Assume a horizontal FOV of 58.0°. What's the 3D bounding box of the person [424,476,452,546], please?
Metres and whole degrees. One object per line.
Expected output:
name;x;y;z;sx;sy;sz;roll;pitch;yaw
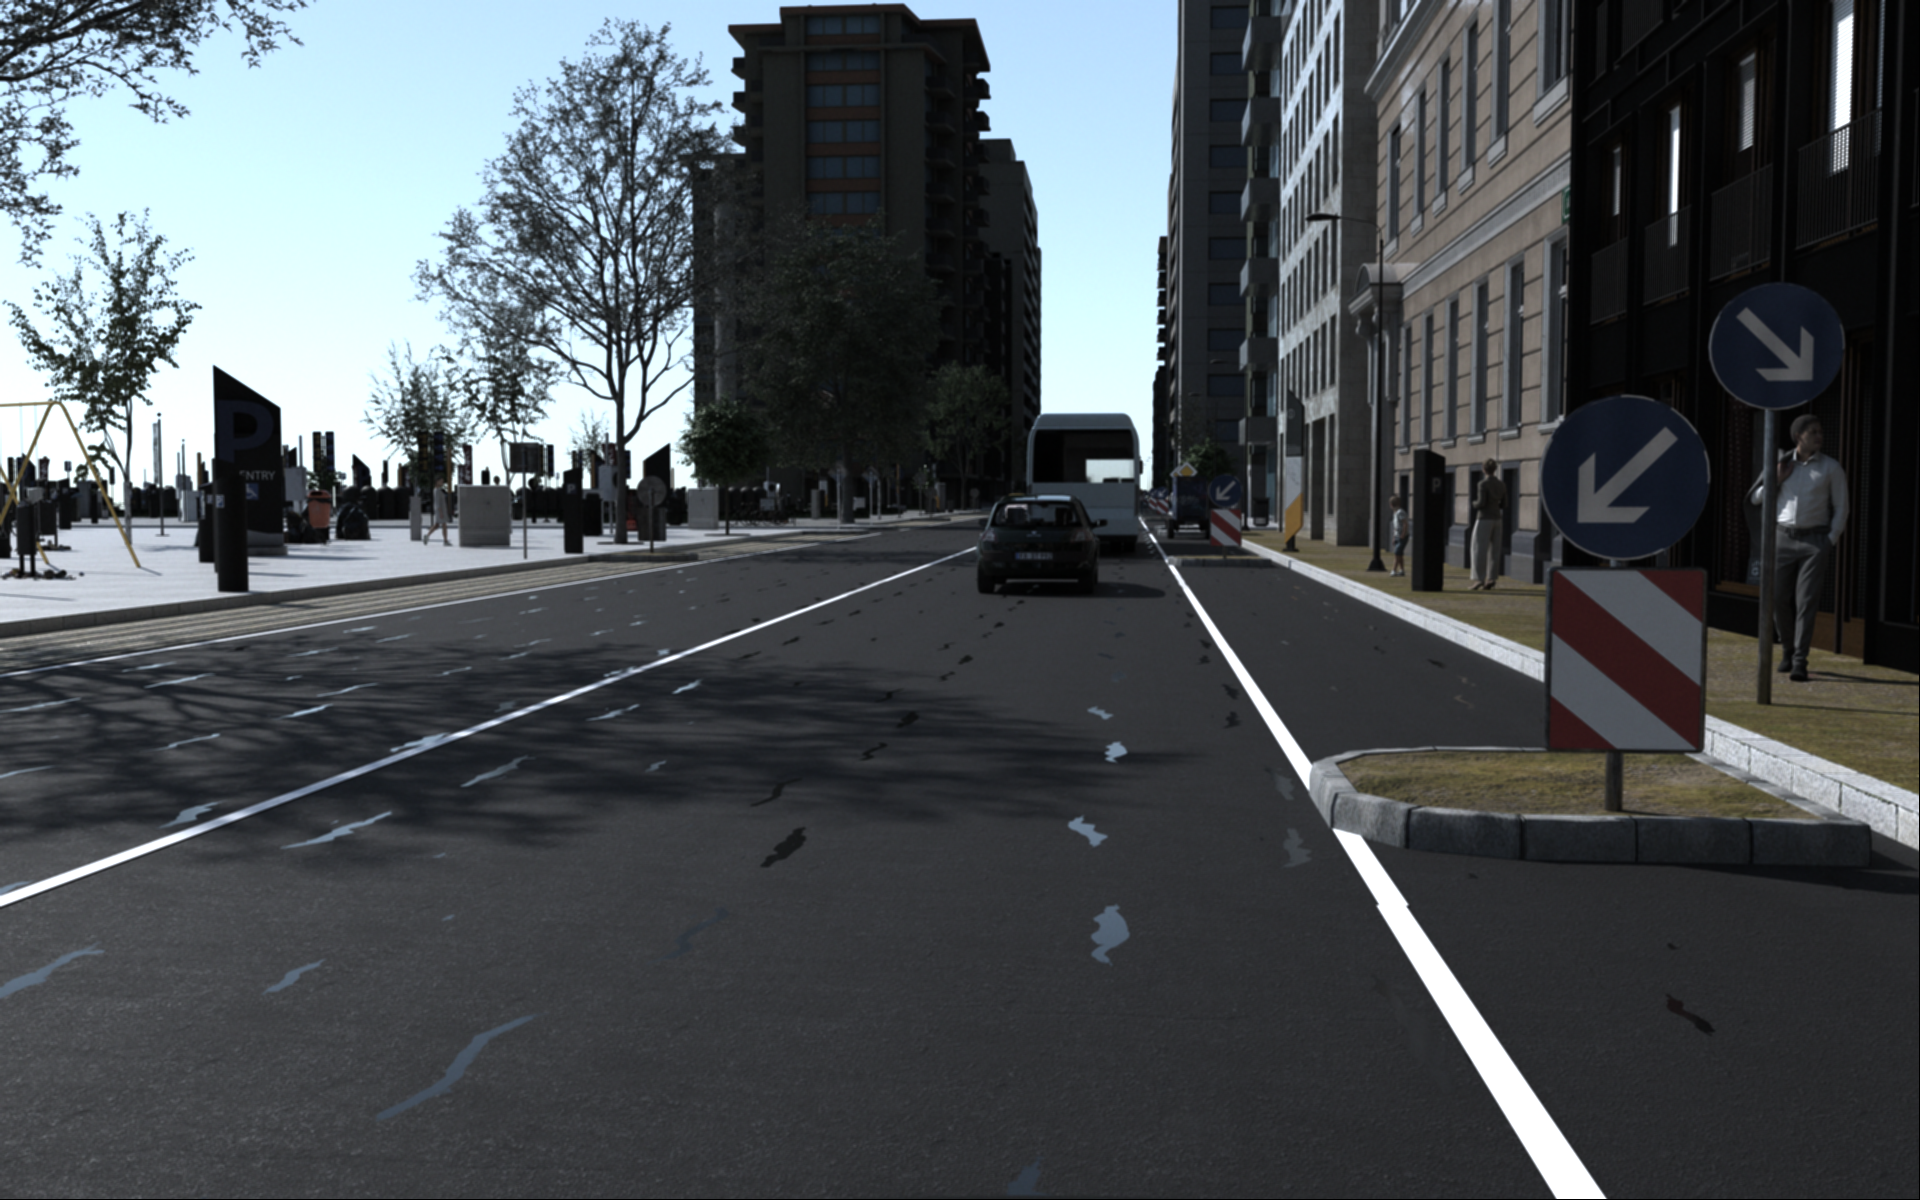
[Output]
person;-12.896;-2.204;42.822;0.466;1.731;0.760;2;4;35

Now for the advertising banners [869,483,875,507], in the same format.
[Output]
advertising banners;-6.326;-7.824;124.102;0.090;3.025;2.074;1;4;9

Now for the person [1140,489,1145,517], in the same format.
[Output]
person;11.317;-6.118;109.126;0.593;1.750;0.643;-1;4;-14

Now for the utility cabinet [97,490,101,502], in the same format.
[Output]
utility cabinet;-52.016;-5.820;103.838;1.173;1.500;0.318;-2;4;-24

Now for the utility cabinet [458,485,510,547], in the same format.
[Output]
utility cabinet;-11.463;-2.020;41.705;1.173;1.500;0.318;-1;4;-21

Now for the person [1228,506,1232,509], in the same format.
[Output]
person;11.261;-3.920;71.949;0.330;1.601;0.589;-1;4;-15

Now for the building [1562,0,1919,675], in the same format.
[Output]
building;12.939;-11.190;12.633;12.332;23.373;15.834;0;4;5

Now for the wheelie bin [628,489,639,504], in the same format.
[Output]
wheelie bin;-19.832;-5.918;104.660;0.980;1.594;0.693;2;4;30

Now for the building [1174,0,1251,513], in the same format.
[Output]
building;26.466;-35.777;126.951;21.231;58.520;28.212;0;4;5

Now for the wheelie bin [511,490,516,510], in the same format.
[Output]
wheelie bin;-31.172;-6.840;119.736;0.693;1.594;0.980;1;4;16

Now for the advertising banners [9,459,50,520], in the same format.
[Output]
advertising banners;-45.642;-5.422;84.829;2.074;3.025;0.090;-3;5;-44

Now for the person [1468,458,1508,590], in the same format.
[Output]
person;7.066;-1.017;23.225;0.519;1.759;0.362;-2;4;-24

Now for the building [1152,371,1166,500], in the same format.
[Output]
building;42.680;-25.185;256.812;27.650;21.520;28.899;0;4;5

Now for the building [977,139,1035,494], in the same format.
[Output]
building;-1.197;-37.705;240.181;21.300;48.544;21.600;0;4;5

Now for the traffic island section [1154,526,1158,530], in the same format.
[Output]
traffic island section;8.685;-2.818;68.362;2.009;0.180;2.903;0;4;5

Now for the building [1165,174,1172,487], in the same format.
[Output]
building;35.180;-35.785;235.188;14.600;45.320;14.200;0;4;5

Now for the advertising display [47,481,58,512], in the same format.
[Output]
advertising display;-43.949;-4.811;83.867;0.123;1.923;0.974;0;4;-7

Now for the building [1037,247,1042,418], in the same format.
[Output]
building;5.775;-36.458;279.683;14.154;41.232;14.086;0;4;5

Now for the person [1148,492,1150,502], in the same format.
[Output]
person;32.144;-17.566;294.159;0.541;1.710;0.530;-2;4;-35

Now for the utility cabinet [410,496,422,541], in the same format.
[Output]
utility cabinet;-15.113;-2.261;48.137;0.306;1.237;1.020;-1;4;-16

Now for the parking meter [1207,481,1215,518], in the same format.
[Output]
parking meter;12.009;-4.776;83.794;0.399;1.863;0.255;-1;4;-10

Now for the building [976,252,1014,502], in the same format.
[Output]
building;-1.028;-26.506;205.076;14.160;30.474;14.107;0;4;5

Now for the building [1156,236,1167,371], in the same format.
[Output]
building;43.512;-38.573;285.288;22.147;44.769;28.867;0;4;5

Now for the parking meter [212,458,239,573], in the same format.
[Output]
parking meter;-11.969;-1.381;28.294;0.399;1.863;0.255;-3;5;-40

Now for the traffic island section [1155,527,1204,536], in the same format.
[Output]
traffic island section;7.933;-2.332;60.413;2.009;0.180;2.903;0;4;5

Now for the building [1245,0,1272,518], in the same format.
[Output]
building;23.327;-20.010;98.868;14.160;30.474;14.107;0;4;5

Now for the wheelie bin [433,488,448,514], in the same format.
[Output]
wheelie bin;-28.405;-5.317;94.841;0.980;1.594;0.693;2;4;31

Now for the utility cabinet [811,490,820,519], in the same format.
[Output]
utility cabinet;-7.258;-4.804;87.225;0.318;1.500;1.173;0;4;3

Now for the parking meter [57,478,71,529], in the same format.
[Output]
parking meter;-32.524;-3.495;62.854;0.255;1.863;0.399;3;5;42

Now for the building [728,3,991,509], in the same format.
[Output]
building;-8.773;-30.868;159.309;22.147;44.769;28.867;0;4;5

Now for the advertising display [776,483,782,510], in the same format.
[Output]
advertising display;-10.949;-6.087;104.738;0.123;1.923;0.974;-1;4;-18

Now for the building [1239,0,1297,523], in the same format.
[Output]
building;28.302;-28.083;78.765;30.456;49.044;23.786;0;4;5

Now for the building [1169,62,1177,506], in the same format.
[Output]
building;33.072;-34.109;181.387;21.300;48.544;21.600;0;4;5

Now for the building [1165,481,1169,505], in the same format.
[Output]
building;40.628;-31.309;203.783;32.217;40.220;23.993;0;4;5

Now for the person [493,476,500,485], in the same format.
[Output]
person;-12.607;-2.505;47.340;0.374;1.781;0.599;2;4;33

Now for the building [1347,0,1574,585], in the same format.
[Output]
building;15.043;-14.947;30.293;13.634;28.700;20.117;0;4;5

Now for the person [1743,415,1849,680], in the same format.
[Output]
person;5.866;-0.369;12.182;0.679;1.850;0.850;2;4;32

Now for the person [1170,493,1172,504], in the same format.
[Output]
person;9.471;-4.075;75.226;0.679;1.850;0.850;1;4;17

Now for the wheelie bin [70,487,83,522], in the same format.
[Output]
wheelie bin;-41.131;-4.424;80.239;0.980;1.594;0.693;-1;4;-10

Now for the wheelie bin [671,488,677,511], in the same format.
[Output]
wheelie bin;-15.591;-5.180;92.600;0.980;1.594;0.693;-1;4;-22

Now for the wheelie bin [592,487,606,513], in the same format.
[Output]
wheelie bin;-17.388;-4.585;82.878;0.693;1.594;0.980;2;4;32

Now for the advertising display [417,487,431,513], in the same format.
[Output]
advertising display;-35.548;-6.697;114.711;0.974;1.923;0.123;-1;4;-19

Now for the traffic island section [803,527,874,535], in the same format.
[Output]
traffic island section;-4.354;-2.403;61.577;2.009;0.180;2.903;0;4;5

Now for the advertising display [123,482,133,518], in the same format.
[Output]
advertising display;-43.948;-5.279;91.523;0.123;1.923;0.974;0;4;-6

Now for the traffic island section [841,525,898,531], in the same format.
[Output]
traffic island section;-3.601;-2.890;69.527;2.009;0.180;2.903;0;4;5

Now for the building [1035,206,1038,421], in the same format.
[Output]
building;0.512;-39.020;261.676;21.300;48.544;21.600;0;4;5

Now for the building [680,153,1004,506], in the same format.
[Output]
building;-11.718;-30.235;186.225;32.217;40.220;23.993;0;4;5

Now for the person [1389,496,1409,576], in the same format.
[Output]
person;6.861;-1.000;27.080;0.352;1.250;0.332;2;4;34

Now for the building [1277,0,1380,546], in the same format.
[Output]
building;15.251;-11.939;49.947;10.420;20.320;16.860;0;4;5

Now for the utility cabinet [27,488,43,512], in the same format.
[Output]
utility cabinet;-31.822;-3.114;59.586;0.318;1.500;1.173;-3;4;-37

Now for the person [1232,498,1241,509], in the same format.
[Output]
person;10.474;-3.485;65.750;0.850;1.792;0.678;-2;4;-24

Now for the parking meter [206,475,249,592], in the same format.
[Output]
parking meter;-9.592;-0.881;22.818;0.372;1.533;0.369;0;3;0

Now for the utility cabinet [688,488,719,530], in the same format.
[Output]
utility cabinet;-9.136;-3.234;61.558;1.173;1.500;0.318;2;4;31
